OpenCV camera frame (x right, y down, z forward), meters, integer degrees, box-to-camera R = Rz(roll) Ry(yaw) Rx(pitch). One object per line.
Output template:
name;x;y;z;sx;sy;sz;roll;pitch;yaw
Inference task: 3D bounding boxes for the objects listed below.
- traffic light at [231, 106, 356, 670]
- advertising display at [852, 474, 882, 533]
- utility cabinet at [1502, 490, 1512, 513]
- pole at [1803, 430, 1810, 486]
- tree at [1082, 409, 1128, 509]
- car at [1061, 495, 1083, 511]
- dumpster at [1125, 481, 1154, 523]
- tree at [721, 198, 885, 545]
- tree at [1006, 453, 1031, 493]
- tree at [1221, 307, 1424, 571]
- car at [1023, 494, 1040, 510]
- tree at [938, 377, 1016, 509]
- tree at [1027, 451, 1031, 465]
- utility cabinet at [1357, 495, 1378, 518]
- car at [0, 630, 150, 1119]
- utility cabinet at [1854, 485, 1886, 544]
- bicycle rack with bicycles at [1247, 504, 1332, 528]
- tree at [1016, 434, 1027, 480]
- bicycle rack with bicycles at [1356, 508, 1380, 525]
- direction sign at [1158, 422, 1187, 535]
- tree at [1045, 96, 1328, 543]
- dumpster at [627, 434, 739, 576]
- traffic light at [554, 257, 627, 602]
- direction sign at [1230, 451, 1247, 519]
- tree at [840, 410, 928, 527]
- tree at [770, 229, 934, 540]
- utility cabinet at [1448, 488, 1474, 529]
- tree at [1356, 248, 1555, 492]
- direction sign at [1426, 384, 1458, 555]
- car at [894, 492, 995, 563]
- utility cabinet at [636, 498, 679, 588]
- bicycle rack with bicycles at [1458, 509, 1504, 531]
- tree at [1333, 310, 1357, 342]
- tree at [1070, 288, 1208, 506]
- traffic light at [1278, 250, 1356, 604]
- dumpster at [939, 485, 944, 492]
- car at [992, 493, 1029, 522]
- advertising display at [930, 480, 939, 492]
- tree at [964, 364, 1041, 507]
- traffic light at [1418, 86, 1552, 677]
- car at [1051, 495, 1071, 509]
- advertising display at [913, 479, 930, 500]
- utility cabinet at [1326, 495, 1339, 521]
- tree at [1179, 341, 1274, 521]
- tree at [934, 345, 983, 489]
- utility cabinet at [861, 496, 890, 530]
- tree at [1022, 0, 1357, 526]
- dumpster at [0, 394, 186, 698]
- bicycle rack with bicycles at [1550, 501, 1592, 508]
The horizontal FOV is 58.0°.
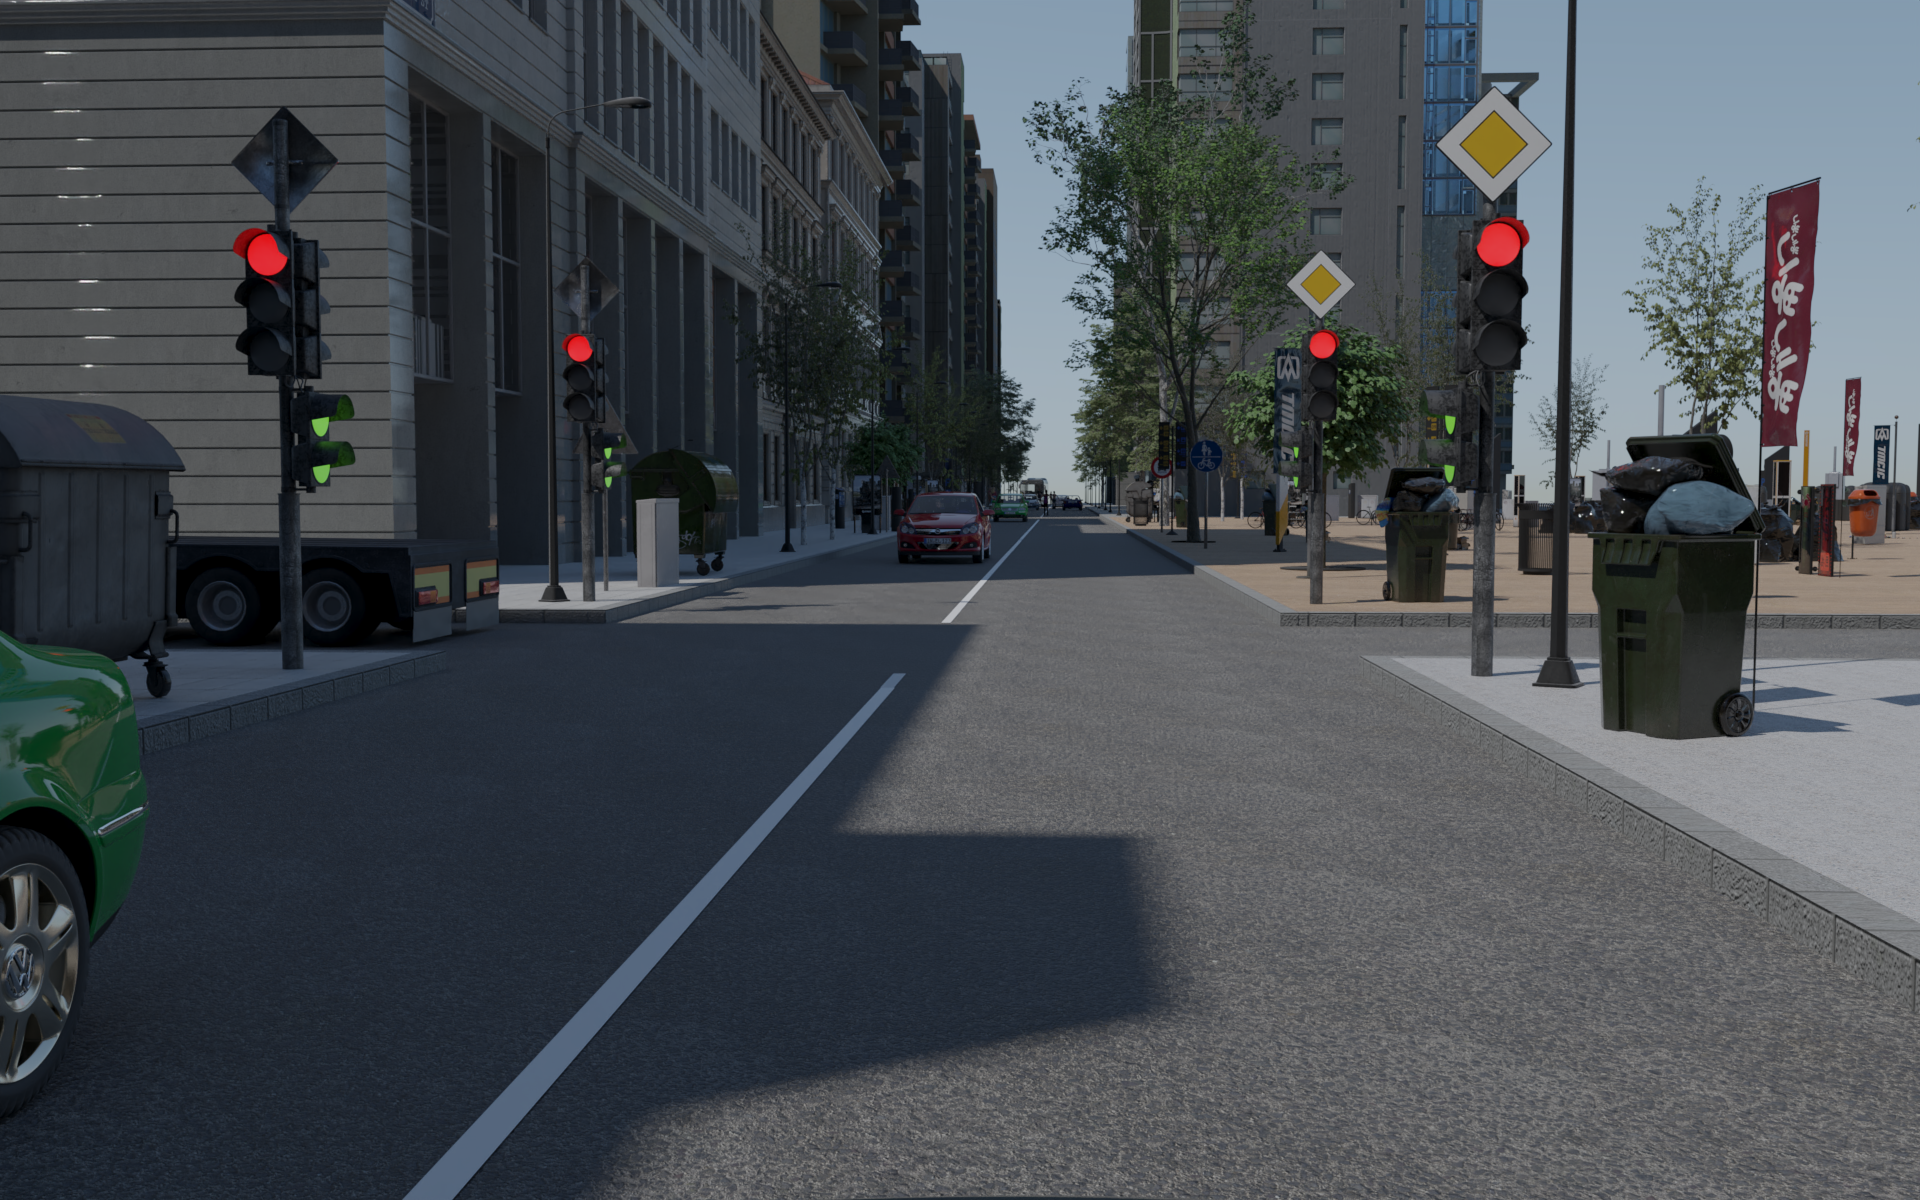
traffic light;-4.882;-1.448;12.598;0.839;4.253;0.868;0;4;3
advertising display;-3.039;-3.152;56.742;0.974;1.923;0.123;0;4;8
utility cabinet;27.878;-4.865;88.221;0.318;1.500;1.173;2;4;27
pole;27.005;-3.759;55.309;0.158;3.312;0.155;0;3;0
tree;12.051;-11.921;145.278;4.360;8.622;3.978;0;3;0
car;9.818;-8.494;151.458;1.945;1.354;3.894;0;4;3
dumpster;8.121;-4.444;78.411;1.264;1.857;1.865;0;4;3
tree;-3.905;-5.679;43.210;4.360;8.622;3.978;0;3;0
tree;7.986;-17.958;243.971;4.737;8.622;4.395;0;3;0
tree;6.249;-2.789;29.320;4.285;4.588;4.351;0;3;0
car;6.166;-8.722;154.604;2.014;1.417;4.499;0;4;2
tree;0.462;-9.746;109.708;4.360;8.622;3.978;0;3;0
tree;6.294;-15.735;207.633;4.360;8.622;3.978;0;3;0
utility cabinet;21.610;-4.931;91.783;1.020;1.237;0.306;2;4;25
car;-3.081;0.377;2.638;1.959;1.807;4.718;0;4;2
utility cabinet;23.177;-2.169;44.143;1.173;1.500;0.318;-3;5;-40
bicycle rack with bicycles;12.519;-3.158;65.020;2.925;0.926;2.852;2;4;26
tree;2.246;-11.493;138.265;4.360;8.622;3.978;0;3;0
bicycle rack with bicycles;17.843;-3.557;71.543;2.925;0.926;2.852;1;4;20
direction sign;6.656;-3.809;54.281;0.876;3.537;0.379;1;4;11
tree;6.079;-7.326;45.534;9.928;11.665;9.643;0;3;0
dumpster;-4.480;-1.553;27.884;1.502;2.255;1.985;0;4;3
traffic light;-4.412;-1.936;20.570;0.839;4.253;0.868;0;4;3
direction sign;14.565;-6.033;90.642;0.876;3.537;0.379;1;4;11
tree;-2.969;-5.115;67.340;4.285;4.588;4.351;0;3;0
tree;-3.577;-6.027;48.903;4.737;8.622;4.395;0;3;0
utility cabinet;18.046;-3.301;62.645;0.318;1.500;1.173;-2;4;-25
tree;14.224;-6.076;49.707;4.360;8.622;3.978;0;3;0
direction sign;10.053;-2.705;36.227;0.379;3.537;0.876;-2;4;-28
car;-0.303;-1.726;37.261;2.155;1.783;4.494;0;4;4
utility cabinet;-4.231;-0.801;24.252;0.306;1.237;1.020;1;4;9
bicycle rack with bicycles;17.863;-2.897;60.747;2.925;0.926;2.852;-1;4;-22
tree;14.003;-6.433;55.534;4.360;8.622;3.978;0;3;0
tree;9.995;-10.869;95.834;7.486;12.596;7.792;0;3;0
traffic light;4.135;-1.906;20.084;0.839;4.253;0.868;0;4;3
dumpster;-1.421;-4.595;80.893;1.264;1.857;1.865;0;4;3
car;2.635;-4.977;90.165;1.959;1.807;4.718;0;4;3
advertising display;-1.416;-4.403;77.199;0.974;1.923;0.123;1;4;9
tree;2.879;-16.159;170.857;9.857;13.997;8.962;0;3;0
traffic light;3.665;-1.418;12.112;0.839;4.253;0.868;0;4;3
car;9.860;-9.518;167.985;2.083;1.381;4.827;0;4;3
advertising display;-1.751;-4.342;76.210;0.123;1.923;0.974;-3;4;-37
utility cabinet;17.679;-4.376;82.713;1.020;1.237;0.306;-3;5;-41
tree;12.287;-7.981;80.855;4.360;8.622;3.978;0;3;0
tree;-1.208;-8.222;84.789;4.737;8.622;4.395;0;3;0
utility cabinet;-2.988;-3.068;61.318;1.020;1.237;0.306;0;4;8
tree;8.609;-12.948;67.581;12.611;20.169;13.585;0;3;0
dumpster;-5.595;-0.271;10.194;1.264;1.857;1.865;0;4;3
bicycle rack with bicycles;30.882;-4.522;87.316;2.852;0.926;2.925;2;4;30
